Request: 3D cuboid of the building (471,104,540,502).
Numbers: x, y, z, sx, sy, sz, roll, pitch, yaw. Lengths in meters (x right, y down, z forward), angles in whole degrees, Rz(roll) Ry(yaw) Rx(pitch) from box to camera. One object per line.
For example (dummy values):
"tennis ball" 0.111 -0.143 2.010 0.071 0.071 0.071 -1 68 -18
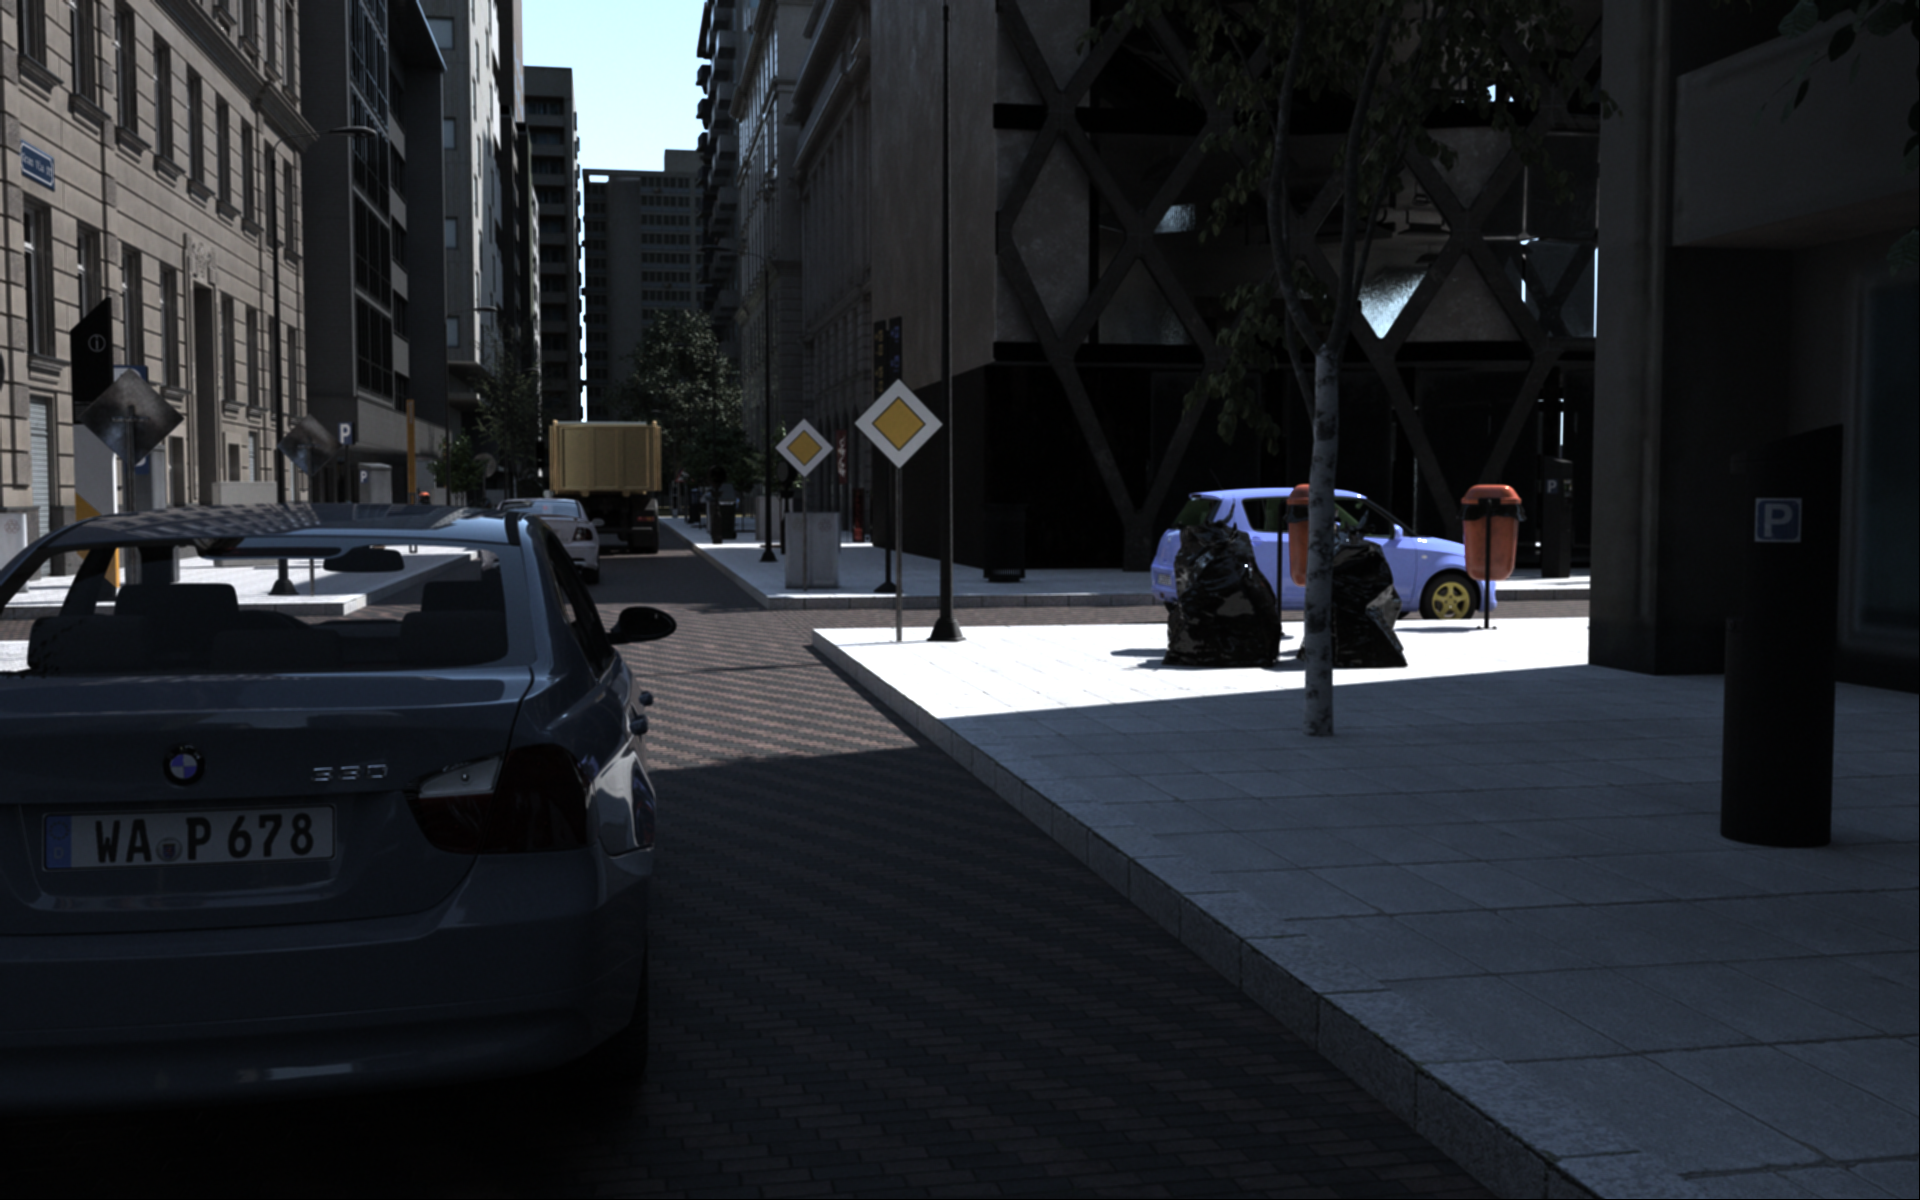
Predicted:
"building" -38.976 -21.771 127.661 14.160 30.474 14.107 -1 4 -11

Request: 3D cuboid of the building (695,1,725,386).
"building" -12.368 -30.706 156.667 22.147 44.769 28.867 -1 4 -11

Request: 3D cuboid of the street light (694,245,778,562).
"street light" -4.168 -3.674 32.616 1.470 5.913 1.316 -1 4 -11

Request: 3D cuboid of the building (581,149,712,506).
"building" -30.920 -30.959 198.056 23.993 40.220 32.217 -1 4 -11

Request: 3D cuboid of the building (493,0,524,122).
"building" -42.835 -30.030 141.105 14.600 45.320 14.200 -1 4 -11

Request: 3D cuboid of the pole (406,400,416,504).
"pole" -11.869 -2.669 37.486 0.158 3.312 0.155 0 3 0

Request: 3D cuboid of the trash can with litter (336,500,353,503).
"trash can with litter" -11.427 -1.322 33.010 0.624 1.170 1.055 2 4 34

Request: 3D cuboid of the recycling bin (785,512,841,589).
"recycling bin" -2.013 -0.686 23.766 0.722 1.027 0.722 0 4 -1

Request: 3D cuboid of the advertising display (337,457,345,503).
"advertising display" -10.961 -1.559 30.708 0.123 1.923 0.974 -1 4 -19

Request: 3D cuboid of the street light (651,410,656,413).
"street light" -16.441 -7.576 96.407 1.470 5.913 1.316 -1 4 -11

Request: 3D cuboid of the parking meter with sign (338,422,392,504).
"parking meter with sign" -14.409 -2.844 42.765 0.543 3.016 1.738 2 4 34

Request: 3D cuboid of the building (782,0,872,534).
"building" 1.347 -13.489 62.346 13.314 21.916 24.055 -1 4 -11

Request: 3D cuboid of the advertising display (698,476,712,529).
"advertising display" -9.037 -3.525 62.841 0.974 1.923 0.123 1 4 15

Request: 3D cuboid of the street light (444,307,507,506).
"street light" -12.165 -4.308 42.984 1.470 5.913 1.316 -1 4 -11

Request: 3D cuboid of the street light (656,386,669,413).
"street light" -12.203 -6.250 74.723 1.470 5.913 1.316 -1 4 -11

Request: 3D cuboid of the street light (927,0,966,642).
"street light" -0.651 -2.592 14.922 1.470 5.913 1.316 -1 4 -11

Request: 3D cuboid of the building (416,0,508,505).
"building" -42.493 -31.552 105.113 28.713 52.752 27.495 -1 4 -11

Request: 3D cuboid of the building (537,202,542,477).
"building" -45.594 -23.639 158.198 14.107 30.474 14.160 -1 4 -11

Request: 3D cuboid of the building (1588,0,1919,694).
"building" 17.188 -23.218 3.312 21.300 48.544 21.600 -1 4 -11

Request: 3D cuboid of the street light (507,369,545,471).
"street light" -16.287 -5.603 64.143 1.470 5.913 1.316 -1 4 -11

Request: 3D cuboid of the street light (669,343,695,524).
"street light" -8.154 -4.959 53.621 1.470 5.913 1.316 -1 4 -11

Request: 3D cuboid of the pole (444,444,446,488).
"pole" -19.187 -4.338 64.778 0.158 3.312 0.155 0 3 0

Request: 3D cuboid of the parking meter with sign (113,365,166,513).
"parking meter with sign" -11.423 -1.715 24.306 0.543 3.016 1.738 -1 4 -10

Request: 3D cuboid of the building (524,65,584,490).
"building" -52.157 -34.487 187.569 21.600 48.544 21.300 -1 4 -11

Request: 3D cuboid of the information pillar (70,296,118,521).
"information pillar" -10.285 -1.790 20.617 0.504 3.616 0.183 0 4 2

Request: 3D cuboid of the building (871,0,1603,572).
"building" 7.634 -10.278 35.492 16.811 18.784 16.820 -1 4 -11

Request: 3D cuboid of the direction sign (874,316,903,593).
"direction sign" -0.938 -1.868 22.546 0.379 3.537 0.876 -2 4 -25

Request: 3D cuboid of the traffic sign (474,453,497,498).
"traffic sign" -14.745 -3.277 53.691 0.768 2.556 0.104 0 4 -2

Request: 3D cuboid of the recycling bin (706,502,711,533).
"recycling bin" -7.893 -2.723 57.070 0.722 1.027 0.722 1 4 14

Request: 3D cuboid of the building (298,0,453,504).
"building" -27.145 -14.865 62.116 14.314 24.678 30.058 -1 4 -11

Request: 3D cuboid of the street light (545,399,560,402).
"street light" -20.231 -6.874 84.928 1.470 5.913 1.316 -1 4 -11

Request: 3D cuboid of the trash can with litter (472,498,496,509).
"trash can with litter" -14.696 -2.542 52.948 0.624 1.170 1.055 1 4 15

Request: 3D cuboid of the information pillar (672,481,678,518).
"information pillar" -15.540 -5.502 94.451 0.304 2.012 0.304 -1 4 -10

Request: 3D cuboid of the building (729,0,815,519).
"building" -4.424 -17.663 86.055 12.463 27.353 25.104 -1 4 -11

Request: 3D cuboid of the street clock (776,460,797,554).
"street clock" -3.685 -1.974 36.851 0.358 2.002 0.471 -3 5 -39

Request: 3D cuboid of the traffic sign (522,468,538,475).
"traffic sign" -20.828 -5.127 83.935 0.768 2.556 0.104 0 4 -6

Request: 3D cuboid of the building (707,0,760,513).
"building" -6.917 -31.049 127.255 23.786 49.044 30.456 -1 4 -11

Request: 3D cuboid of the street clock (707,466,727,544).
"street clock" -6.220 -2.432 44.340 0.471 2.002 0.358 -2 4 -31

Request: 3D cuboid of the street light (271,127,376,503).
"street light" -8.077 -3.023 21.963 1.470 5.913 1.316 -1 4 -11

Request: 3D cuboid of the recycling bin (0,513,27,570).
"recycling bin" -12.598 -0.609 22.519 0.722 1.027 0.722 -3 5 -40

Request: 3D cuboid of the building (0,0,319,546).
"building" -21.297 -14.509 34.486 12.463 27.353 25.104 -1 4 -11
